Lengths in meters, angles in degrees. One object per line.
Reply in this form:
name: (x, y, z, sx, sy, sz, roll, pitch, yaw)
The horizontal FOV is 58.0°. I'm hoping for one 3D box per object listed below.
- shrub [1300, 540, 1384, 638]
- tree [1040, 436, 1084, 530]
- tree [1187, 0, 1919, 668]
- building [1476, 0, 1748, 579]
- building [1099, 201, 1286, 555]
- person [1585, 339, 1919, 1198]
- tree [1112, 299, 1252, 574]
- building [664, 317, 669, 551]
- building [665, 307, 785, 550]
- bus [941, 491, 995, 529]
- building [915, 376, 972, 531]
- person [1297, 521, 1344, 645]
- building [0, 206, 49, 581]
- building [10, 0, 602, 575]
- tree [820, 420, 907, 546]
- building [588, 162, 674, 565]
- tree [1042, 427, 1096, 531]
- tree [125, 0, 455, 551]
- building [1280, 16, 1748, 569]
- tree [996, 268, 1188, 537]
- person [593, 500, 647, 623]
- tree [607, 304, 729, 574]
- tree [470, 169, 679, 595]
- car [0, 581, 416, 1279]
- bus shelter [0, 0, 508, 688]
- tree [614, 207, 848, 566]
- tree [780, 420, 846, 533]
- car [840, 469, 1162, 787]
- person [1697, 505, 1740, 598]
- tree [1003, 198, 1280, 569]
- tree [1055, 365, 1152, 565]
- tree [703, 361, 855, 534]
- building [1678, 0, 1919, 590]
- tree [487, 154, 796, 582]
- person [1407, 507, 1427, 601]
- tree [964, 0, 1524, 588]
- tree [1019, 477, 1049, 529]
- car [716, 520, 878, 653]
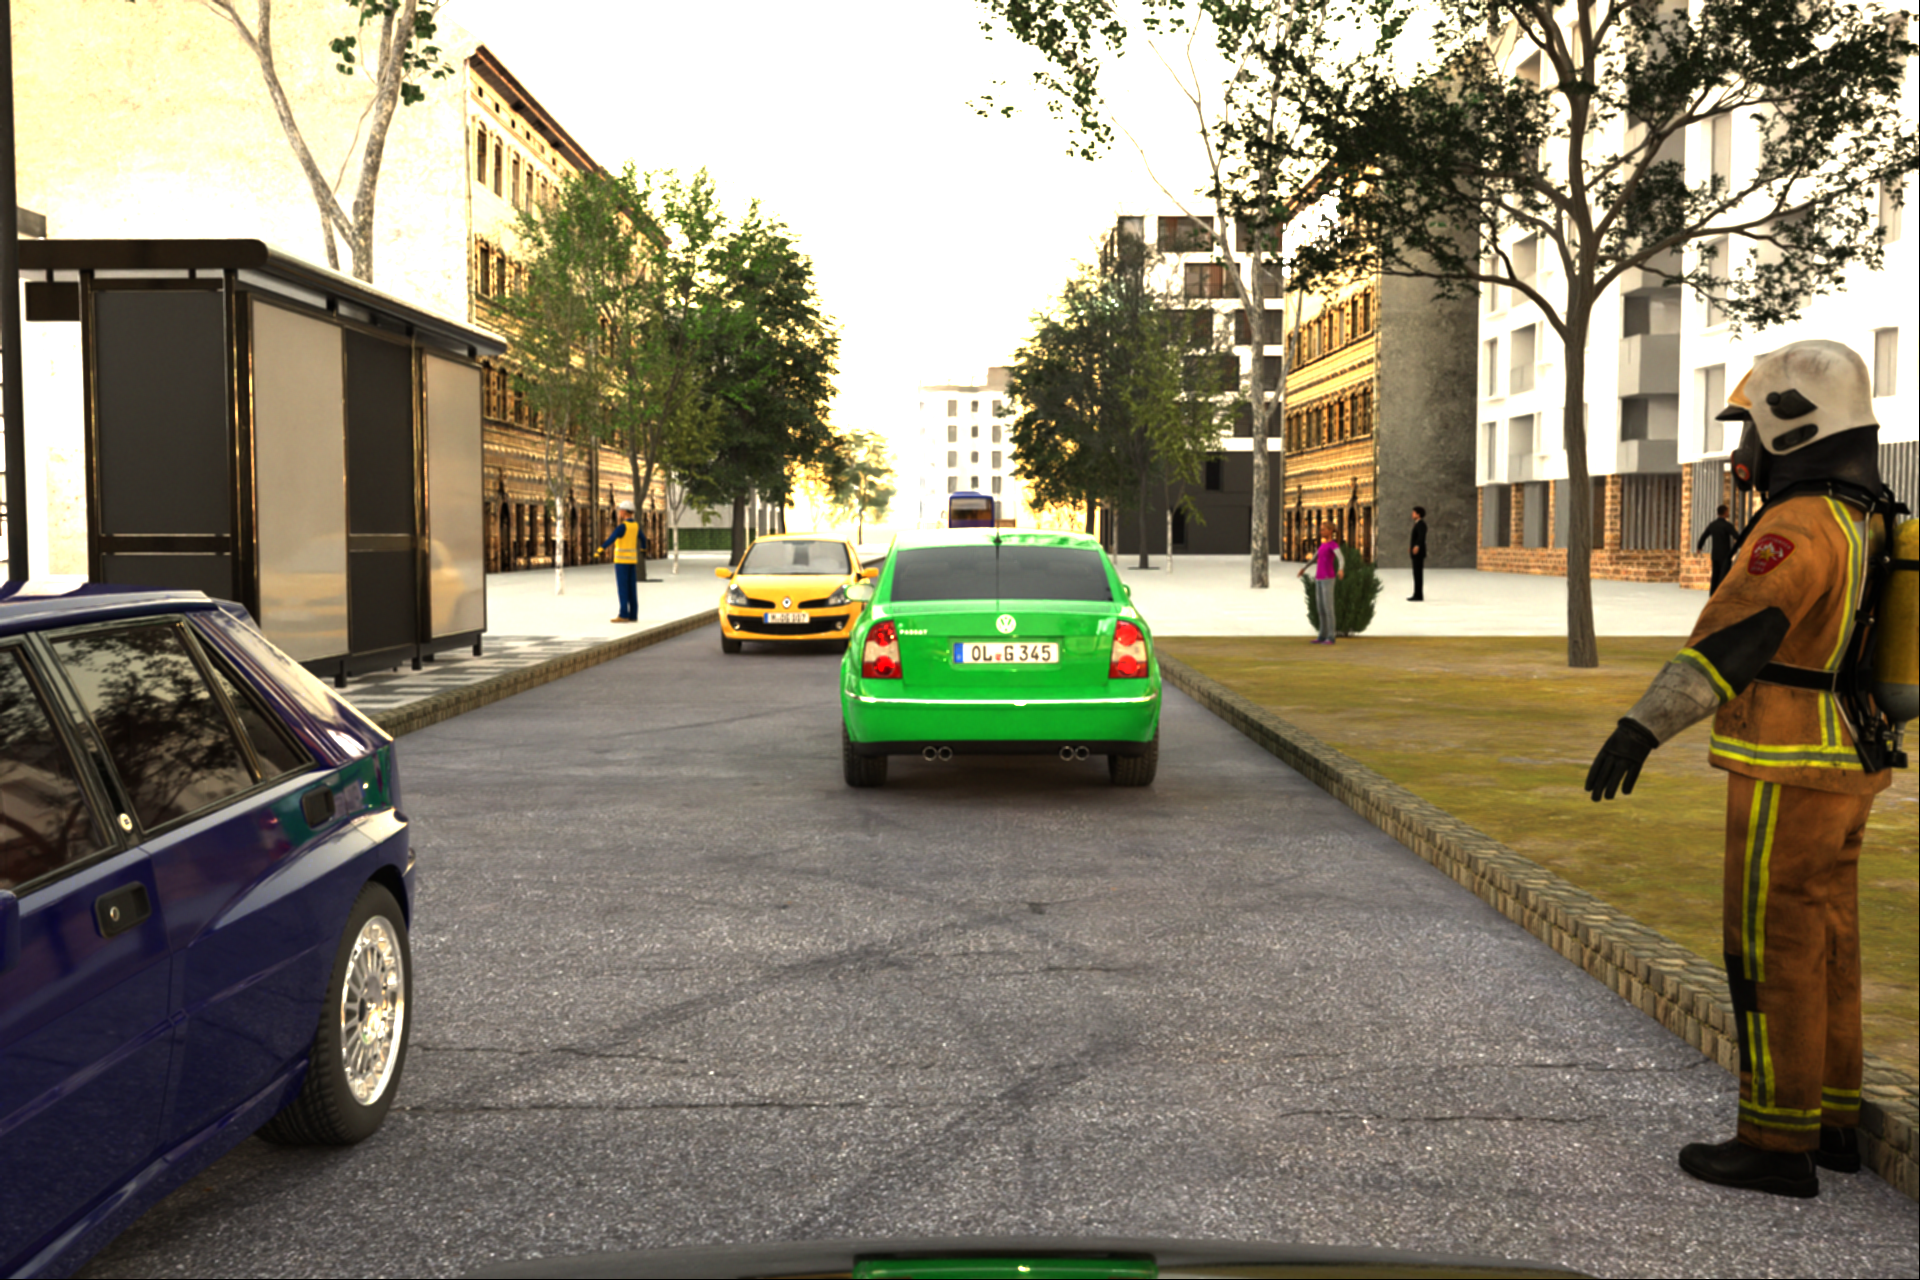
shrub: (4.755, -0.639, 21.567, 1.383, 1.207, 1.383, 0, 3, 0)
tree: (6.323, -9.556, 106.602, 4.737, 8.622, 4.395, 0, 3, 0)
tree: (5.689, -5.020, 16.492, 7.601, 10.594, 8.767, 0, 4, 6)
building: (22.942, -12.331, 58.024, 16.016, 20.090, 11.380, 0, 4, -1)
building: (23.651, -17.064, 122.975, 27.936, 21.610, 32.646, 0, 3, 0)
person: (1.844, 0.267, 3.866, 1.354, 1.858, 0.705, -3, 5, -41)
tree: (6.884, -6.389, 54.829, 4.737, 8.622, 4.395, 0, 3, 0)
building: (-27.006, -16.011, 118.205, 16.016, 20.090, 11.380, 0, 4, -1)
building: (-25.174, -17.386, 150.714, 16.747, 18.905, 31.486, 0, 4, 0)
bus: (0.436, -6.598, 99.419, 2.896, 3.916, 12.251, 0, 4, -2)
building: (-4.815, -20.805, 199.038, 11.380, 20.090, 16.016, 0, 4, -1)
person: (4.196, -0.663, 20.108, 0.599, 1.433, 0.991, -1, 4, -18)
building: (-24.809, -5.490, 31.913, 9.099, 9.664, 28.070, 0, 4, 0)
building: (-24.397, -14.147, 62.229, 19.493, 23.208, 18.063, 0, 4, 0)
tree: (-11.063, -17.554, 193.666, 9.857, 13.997, 8.962, 0, 3, 0)
building: (-24.421, -15.258, 80.401, 19.493, 23.208, 18.063, 0, 4, 0)
tree: (6.113, -8.850, 95.057, 4.360, 8.622, 3.978, 0, 3, 0)
tree: (-9.908, -10.371, 25.454, 12.611, 20.169, 13.585, 0, 3, 0)
building: (24.564, -14.785, 72.660, 19.493, 23.208, 18.063, 0, 4, 0)
tree: (6.394, -10.847, 83.998, 9.857, 13.997, 8.962, 0, 3, 0)
person: (-4.925, -1.149, 25.242, 0.721, 1.772, 1.216, 2, 4, 25)
tree: (-9.126, -6.404, 55.076, 4.737, 8.622, 4.395, 0, 3, 0)
tree: (-8.562, -5.229, 35.853, 4.360, 8.622, 3.978, 0, 3, 0)
car: (-2.235, 0.597, 2.815, 1.945, 1.354, 3.894, 0, 4, 0)
bus shelter: (-5.933, -2.215, 13.844, 2.179, 5.291, 8.768, 0, 4, 1)
tree: (-8.891, -9.925, 68.931, 9.857, 13.997, 8.962, 0, 3, 0)
tree: (-8.735, -9.425, 104.456, 4.360, 8.622, 3.978, 0, 3, 0)
car: (0.200, -0.147, 11.198, 1.959, 1.807, 4.718, 0, 4, -1)
person: (13.752, -1.529, 31.232, 0.704, 1.802, 1.346, -1, 4, -21)
tree: (6.698, -9.356, 63.333, 12.009, 13.543, 11.850, 0, 3, 0)
tree: (6.712, -7.492, 72.860, 4.360, 8.622, 3.978, 0, 3, 0)
tree: (-8.863, -9.274, 86.045, 8.767, 10.594, 7.601, -3, 5, -43)
building: (21.876, -11.118, 38.195, 16.016, 20.090, 11.380, 0, 4, 0)
tree: (-8.517, -7.382, 46.446, 9.928, 11.665, 9.643, 0, 3, 0)
person: (8.780, -1.659, 33.309, 0.705, 1.806, 1.347, 1, 4, 11)
tree: (6.139, -11.241, 39.684, 12.611, 20.169, 13.585, 0, 3, 0)
tree: (8.710, -14.865, 193.407, 4.737, 8.622, 4.395, 0, 3, 0)
car: (-2.025, -0.723, 22.050, 2.015, 1.641, 3.980, 0, 4, 0)
